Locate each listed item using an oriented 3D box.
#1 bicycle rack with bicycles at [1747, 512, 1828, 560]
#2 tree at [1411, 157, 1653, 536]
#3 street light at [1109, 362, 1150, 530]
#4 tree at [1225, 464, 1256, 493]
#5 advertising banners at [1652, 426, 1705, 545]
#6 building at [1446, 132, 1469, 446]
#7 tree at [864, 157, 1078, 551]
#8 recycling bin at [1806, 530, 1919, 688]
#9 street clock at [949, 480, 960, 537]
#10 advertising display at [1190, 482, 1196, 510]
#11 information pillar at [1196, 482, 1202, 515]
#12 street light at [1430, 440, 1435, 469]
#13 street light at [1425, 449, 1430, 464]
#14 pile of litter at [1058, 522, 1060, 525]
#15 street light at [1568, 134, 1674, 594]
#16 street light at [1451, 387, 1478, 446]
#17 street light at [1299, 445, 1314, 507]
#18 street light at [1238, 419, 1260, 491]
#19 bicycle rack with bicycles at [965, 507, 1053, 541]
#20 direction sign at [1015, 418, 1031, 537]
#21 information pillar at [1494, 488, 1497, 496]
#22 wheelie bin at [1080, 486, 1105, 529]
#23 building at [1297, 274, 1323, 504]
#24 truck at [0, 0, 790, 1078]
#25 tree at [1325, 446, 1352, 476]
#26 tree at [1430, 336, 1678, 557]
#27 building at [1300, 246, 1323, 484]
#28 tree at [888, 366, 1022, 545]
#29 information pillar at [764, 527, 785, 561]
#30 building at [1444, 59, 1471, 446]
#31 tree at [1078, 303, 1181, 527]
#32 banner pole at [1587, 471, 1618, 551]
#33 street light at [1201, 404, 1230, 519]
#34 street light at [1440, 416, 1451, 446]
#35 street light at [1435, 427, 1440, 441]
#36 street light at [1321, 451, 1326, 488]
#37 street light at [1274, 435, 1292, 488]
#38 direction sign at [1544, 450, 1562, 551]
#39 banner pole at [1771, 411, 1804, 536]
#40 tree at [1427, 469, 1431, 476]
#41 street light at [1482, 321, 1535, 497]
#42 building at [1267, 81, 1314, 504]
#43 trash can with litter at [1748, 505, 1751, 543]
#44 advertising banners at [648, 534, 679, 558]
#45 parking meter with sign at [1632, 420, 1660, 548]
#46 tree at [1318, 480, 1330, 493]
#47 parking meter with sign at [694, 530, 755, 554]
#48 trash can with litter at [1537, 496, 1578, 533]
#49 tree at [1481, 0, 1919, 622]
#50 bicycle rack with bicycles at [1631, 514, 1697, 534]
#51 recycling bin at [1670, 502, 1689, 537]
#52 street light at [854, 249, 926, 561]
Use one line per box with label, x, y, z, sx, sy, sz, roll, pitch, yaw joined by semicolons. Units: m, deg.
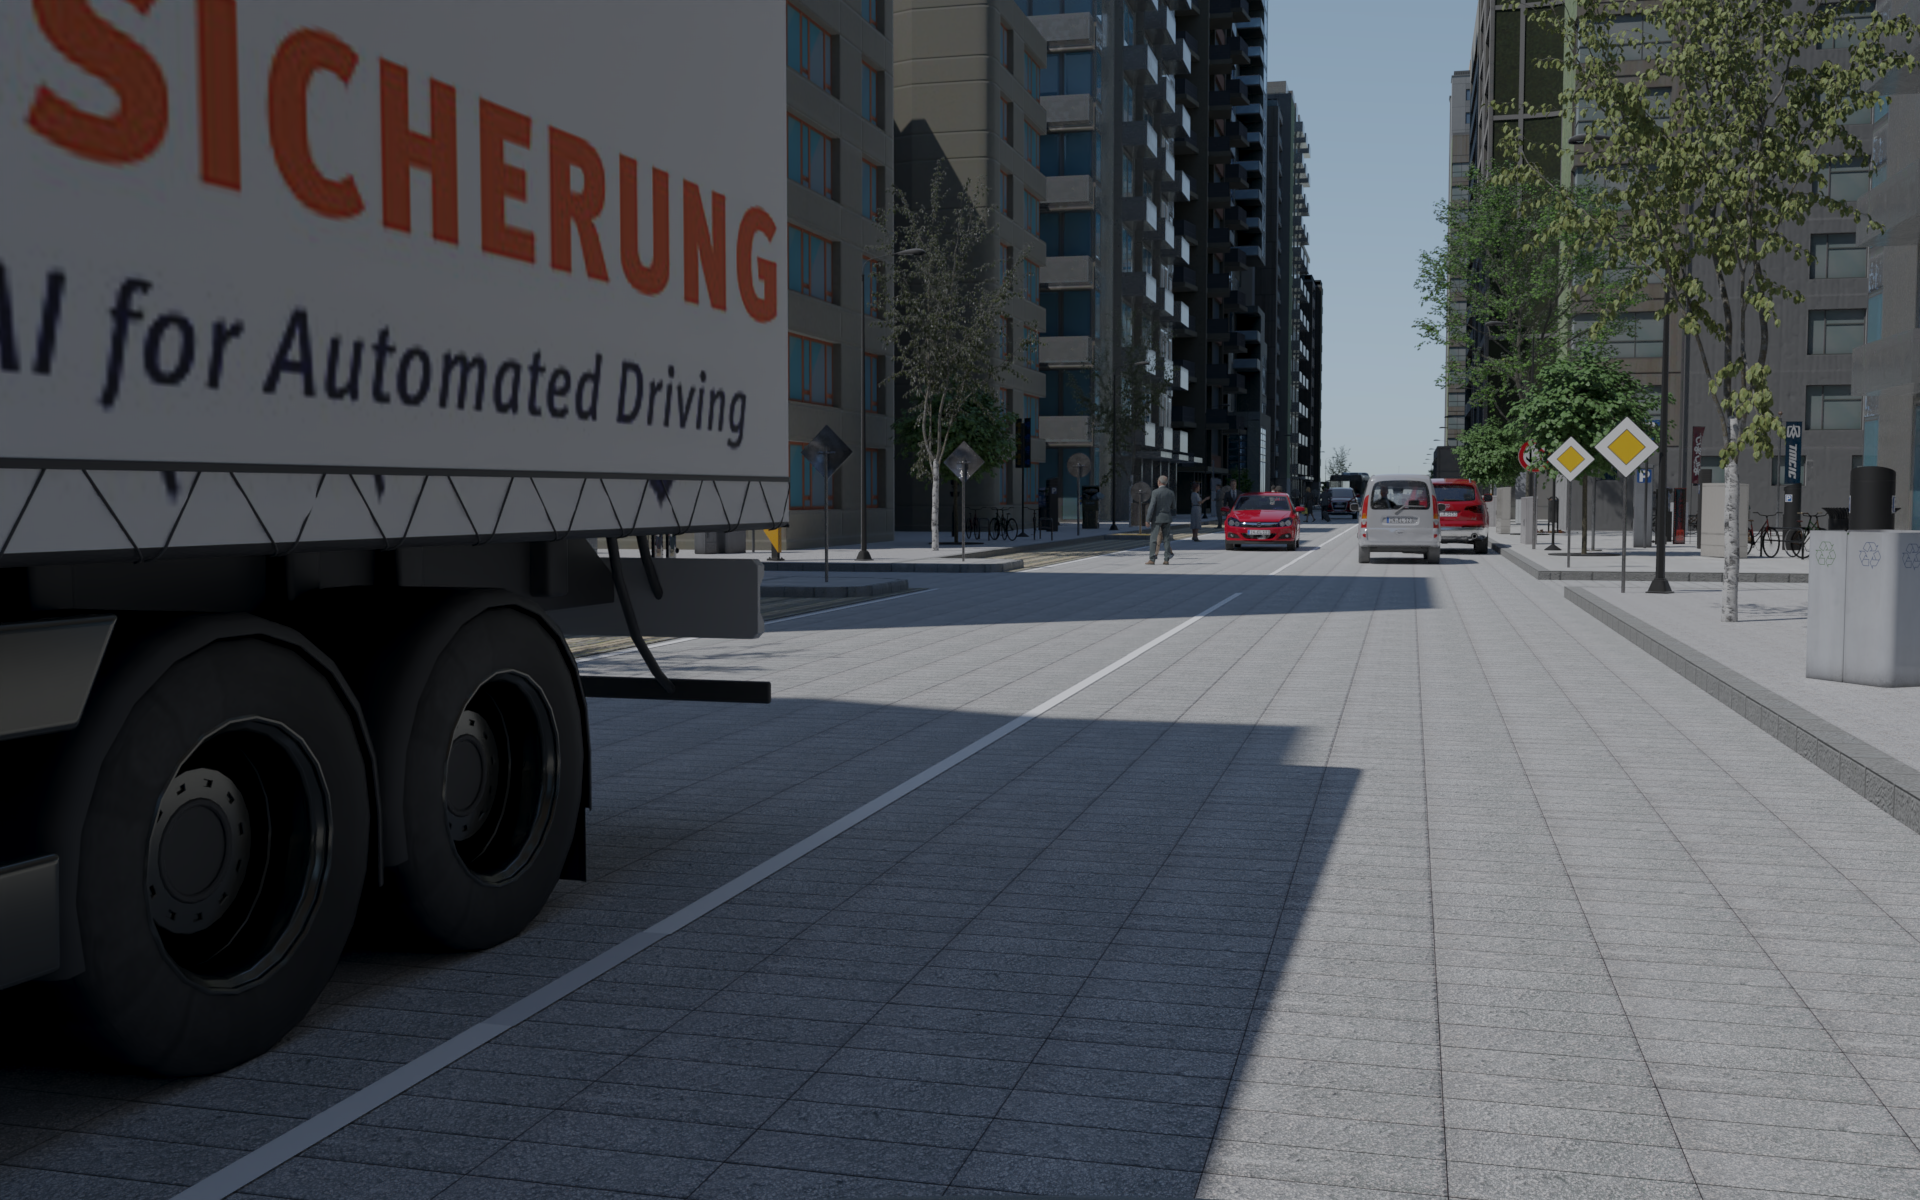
bicycle rack with bicycles;17.207;-1.293;34.524;2.852;0.926;2.925;0;4;1
tree;17.706;-7.839;53.928;9.928;11.665;9.643;0;3;0
street light;5.967;-5.410;60.987;1.470;5.913;1.316;1;4;15
tree;18.962;-7.392;115.462;1.663;3.219;1.824;0;3;0
advertising banners;18.400;-2.942;44.288;2.074;3.025;0.090;-2;4;-33
building;62.803;-31.404;197.046;14.154;41.232;14.086;1;4;15
tree;-0.368;-5.423;39.036;4.360;8.622;3.978;0;3;0
recycling bin;6.345;0.043;11.859;0.722;1.027;0.722;-1;4;-19
street clock;-0.153;-2.894;51.890;0.358;2.002;0.471;0;4;-6
advertising display;12.273;-5.264;91.288;0.123;1.923;0.974;0;4;-2
information pillar;14.390;-6.120;104.558;0.304;2.012;0.304;3;5;40
street light;40.939;-10.687;147.276;1.470;5.913;1.316;1;4;15
street light;48.358;-12.451;176.119;1.470;5.913;1.316;1;4;15
pile of litter;3.562;-3.494;71.091;1.719;0.858;1.176;3;5;44
street light;8.536;-3.048;22.380;1.470;5.913;1.316;1;4;15
street light;22.081;-6.258;74.863;1.470;5.913;1.316;1;4;15
street light;32.547;-11.654;163.089;1.470;5.913;1.316;1;4;15
street light;17.842;-8.236;107.192;1.470;5.913;1.316;1;4;15
bicycle rack with bicycles;1.438;-2.144;48.444;2.852;0.926;2.925;0;4;-7
direction sign;1.884;-3.657;51.793;0.379;3.537;0.876;-2;4;-28
information pillar;22.967;-5.084;74.474;0.183;3.616;0.504;3;5;40
wheelie bin;4.854;-3.432;64.022;0.980;1.594;0.693;0;4;7
building;39.808;-27.806;226.328;14.160;30.474;14.107;1;4;15
truck;-3.465;-0.835;2.559;2.839;4.237;11.283;1;4;16
tree;56.530;-18.858;258.693;4.737;8.622;4.395;0;3;0
tree;13.026;-3.210;36.203;4.285;4.588;4.351;0;3;0
building;36.447;-33.924;246.544;32.217;40.220;23.993;1;4;15
tree;-0.135;-3.714;44.435;4.285;4.588;4.351;0;3;0
information pillar;-3.595;-2.561;33.220;0.183;3.616;0.504;-3;5;-42
building;78.249;-42.675;239.729;21.231;58.520;28.212;1;4;15
tree;6.388;-7.116;66.704;4.360;8.622;3.978;0;3;0
banner pole;14.481;-2.995;38.992;0.863;3.779;0.401;-1;4;-19
street light;13.240;-7.160;89.607;1.470;5.913;1.316;1;4;15
street light;29.433;-7.971;102.865;1.470;5.913;1.316;1;4;15
street light;33.684;-8.979;119.344;1.470;5.913;1.316;1;4;15
street light;38.920;-13.195;188.277;1.470;5.913;1.316;1;4;15
street light;25.142;-9.948;135.196;1.470;5.913;1.316;1;4;15
direction sign;13.500;-2.895;39.330;0.379;3.537;0.876;-1;4;-11
banner pole;25.061;-3.821;52.488;0.863;3.779;0.401;1;4;9
tree;21.861;-5.360;71.355;4.285;4.588;4.351;0;3;0
street light;14.808;-4.529;46.587;1.470;5.913;1.316;1;4;15
building;29.630;-35.829;205.420;23.786;49.044;30.456;1;4;15
trash can with litter;20.731;-2.105;45.811;0.624;1.170;1.055;0;4;2
advertising banners;-4.044;-1.648;23.129;0.090;3.025;2.074;0;4;4
parking meter with sign;16.433;-2.772;41.578;0.543;3.016;1.738;1;4;19
tree;48.443;-14.307;228.523;1.663;3.219;1.824;0;3;0
parking meter with sign;-5.027;-2.520;37.460;0.543;3.016;1.738;2;4;34
trash can with litter;19.497;-2.828;57.298;1.678;1.210;2.233;-1;4;-15
tree;7.493;-4.083;17.112;4.737;8.622;4.395;0;3;0
bicycle rack with bicycles;22.733;-2.527;54.696;2.925;0.926;2.852;0;4;6
recycling bin;21.473;-2.420;52.114;0.722;1.027;0.722;2;4;32
street light;-1.328;-3.702;33.065;1.470;5.913;1.316;1;4;15
